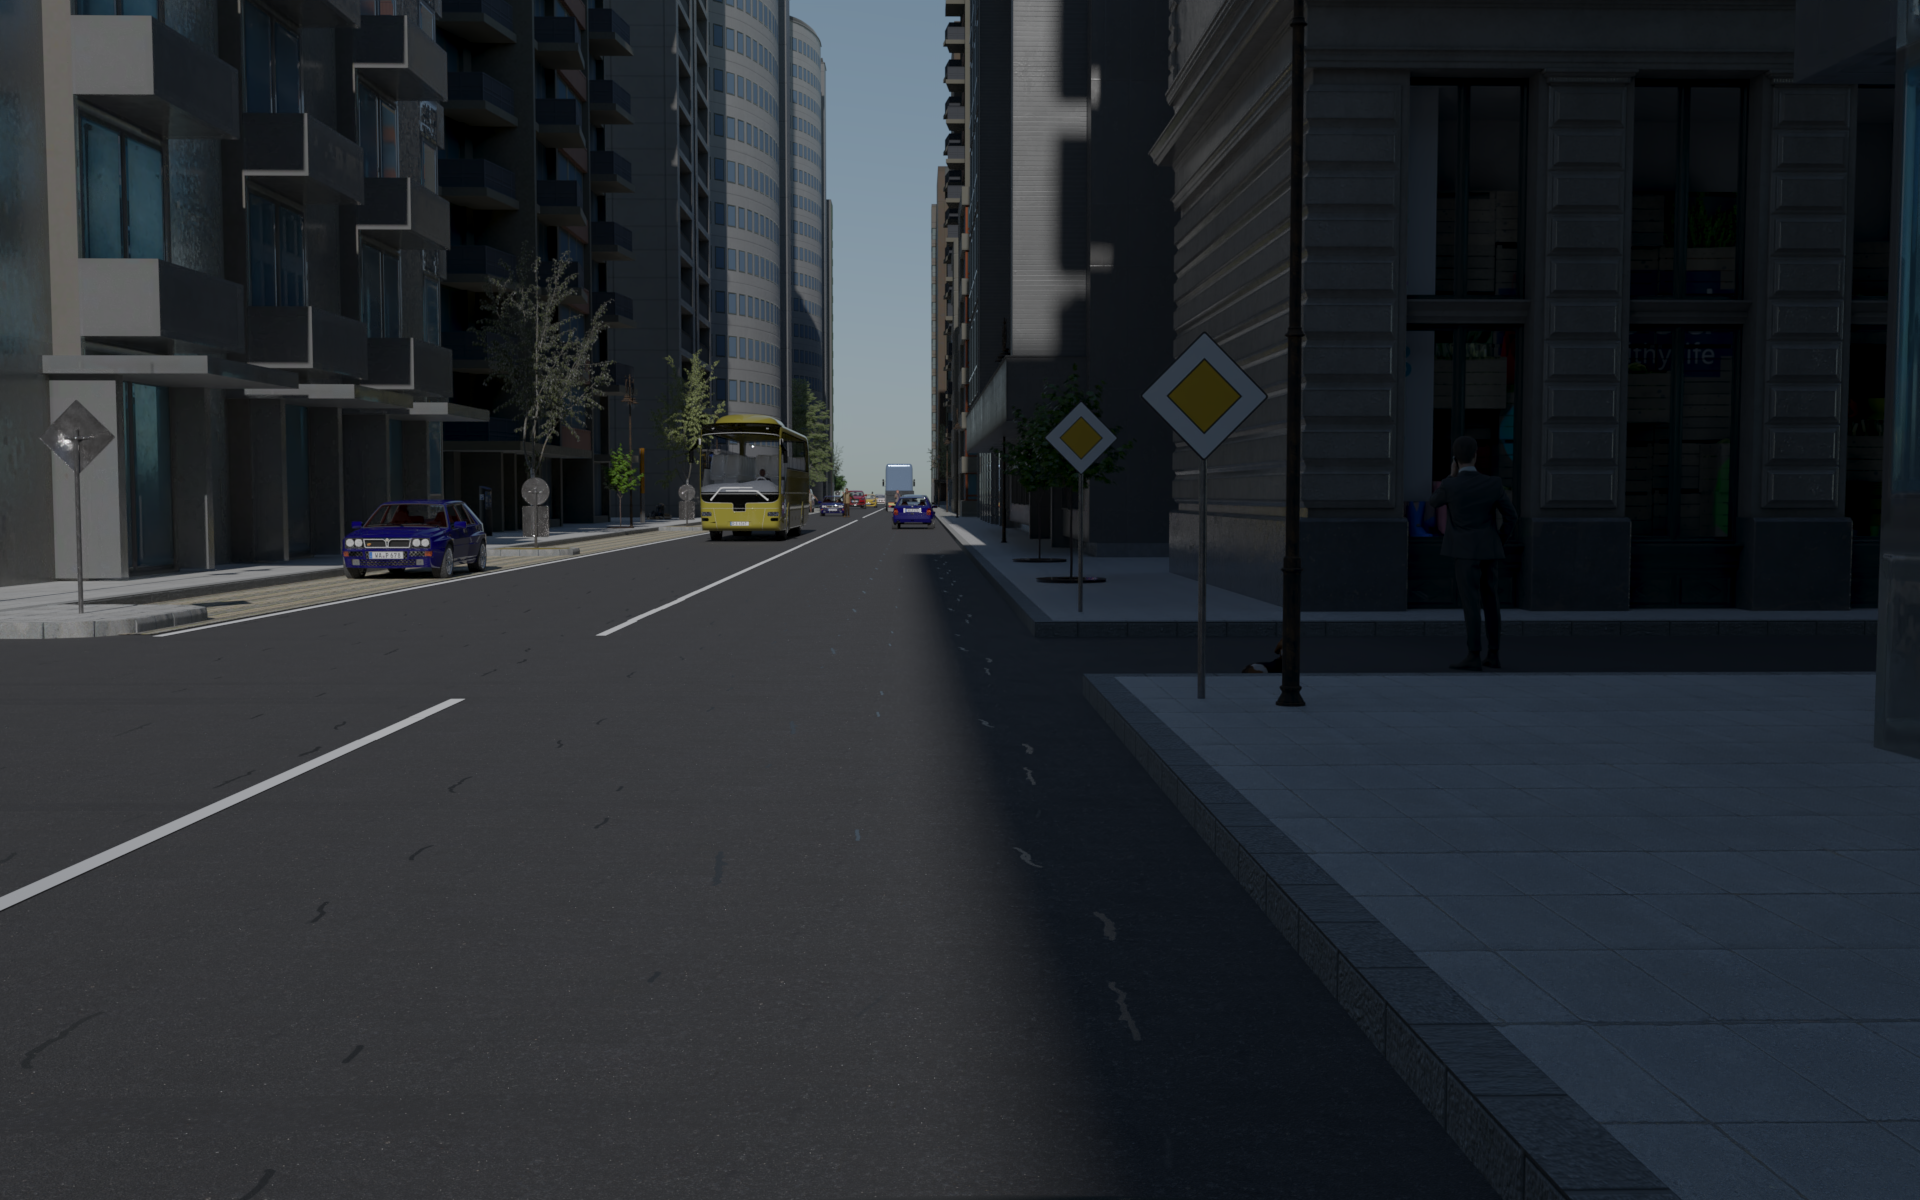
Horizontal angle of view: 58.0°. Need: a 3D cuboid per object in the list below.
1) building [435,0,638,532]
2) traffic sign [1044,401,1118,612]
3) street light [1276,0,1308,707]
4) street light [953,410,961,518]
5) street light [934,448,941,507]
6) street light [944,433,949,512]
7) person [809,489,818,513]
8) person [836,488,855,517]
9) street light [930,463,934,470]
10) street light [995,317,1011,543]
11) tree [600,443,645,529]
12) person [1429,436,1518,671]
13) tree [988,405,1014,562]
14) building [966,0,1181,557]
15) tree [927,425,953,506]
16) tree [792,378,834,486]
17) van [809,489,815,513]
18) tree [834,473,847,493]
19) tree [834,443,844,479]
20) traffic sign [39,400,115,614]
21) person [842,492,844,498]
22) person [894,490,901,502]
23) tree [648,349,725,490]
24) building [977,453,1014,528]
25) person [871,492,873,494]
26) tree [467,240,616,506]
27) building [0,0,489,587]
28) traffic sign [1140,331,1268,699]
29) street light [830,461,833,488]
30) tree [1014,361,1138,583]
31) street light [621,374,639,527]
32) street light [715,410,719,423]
[{"bbox_3d":[-25.378,-25.364,69.326,22.147,44.769,28.867,0,4,-1],"label":"building"},{"bbox_3d":[1.308,-0.926,18.788,0.795,2.450,0.064,0,4,-1],"label":"traffic sign"},{"bbox_3d":[2.010,-2.297,10.350,0.468,5.910,1.993,0,4,-1],"label":"street light"},{"bbox_3d":[-0.149,-7.385,93.534,0.468,5.910,1.993,0,4,-1],"label":"street light"},{"bbox_3d":[-2.080,-12.060,169.967,0.468,5.910,1.993,0,4,-1],"label":"street light"},{"bbox_3d":[-0.907,-9.095,121.487,0.468,5.910,1.993,0,4,-1],"label":"street light"},{"bbox_3d":[-11.327,-7.436,130.077,1.348,1.824,0.705,0,4,4],"label":"person"},{"bbox_3d":[-6.996,-6.007,106.810,1.348,1.812,0.705,2,4,27],"label":"person"},{"bbox_3d":[-2.990,-14.120,203.647,0.468,5.910,1.993,0,4,-1],"label":"street light"},{"bbox_3d":[1.160,-4.443,45.436,0.468,5.910,1.993,0,4,-1],"label":"street light"},{"bbox_3d":[-12.612,-4.302,64.939,1.663,3.219,1.824,0,3,0],"label":"tree"},{"bbox_3d":[4.176,-0.386,14.174,0.648,1.900,0.474,-1,4,-16],"label":"person"},{"bbox_3d":[1.567,-2.326,32.625,1.663,3.219,1.824,0,3,0],"label":"tree"},{"bbox_3d":[7.713,-14.086,49.379,14.314,24.678,30.058,0,4,-1],"label":"building"},{"bbox_3d":[-1.347,-14.085,180.655,4.360,8.622,3.978,0,3,0],"label":"tree"},{"bbox_3d":[-16.250,-15.399,169.904,7.486,12.596,7.792,0,3,0],"label":"tree"},{"bbox_3d":[-12.173,-7.761,133.898,2.013,2.044,4.112,0,4,-2],"label":"van"},{"bbox_3d":[-17.896,-16.347,250.985,4.285,4.588,4.351,0,3,0],"label":"tree"},{"bbox_3d":[-18.164,-18.018,244.962,4.360,8.622,3.978,0,3,0],"label":"tree"},{"bbox_3d":[-9.434,-0.911,18.534,0.795,2.450,0.064,0,4,-1],"label":"traffic sign"},{"bbox_3d":[-13.265,-11.488,197.253,0.530,1.710,0.541,2,4,31],"label":"person"},{"bbox_3d":[-4.750,-7.606,133.389,0.617,1.759,0.750,-1,4,-18],"label":"person"},{"bbox_3d":[-13.999,-8.450,88.527,4.737,8.622,4.395,0,3,0],"label":"tree"},{"bbox_3d":[6.680,-18.446,79.083,11.434,29.767,29.804,0,4,-1],"label":"building"},{"bbox_3d":[-10.792,-12.586,214.994,0.721,1.735,1.217,-3,4,-36],"label":"person"},{"bbox_3d":[-12.482,-6.177,51.356,4.360,8.622,3.978,0,3,0],"label":"tree"},{"bbox_3d":[-22.980,-25.201,31.653,23.786,49.044,30.456,0,4,-1],"label":"building"},{"bbox_3d":[1.512,-0.438,10.805,0.795,2.450,0.064,0,4,-1],"label":"traffic sign"},{"bbox_3d":[-16.834,-15.572,227.387,0.468,5.910,1.993,0,4,-1],"label":"street light"},{"bbox_3d":[1.763,-1.876,25.267,1.663,3.219,1.824,0,3,0],"label":"tree"},{"bbox_3d":[-12.746,-5.763,67.006,0.468,5.910,1.993,0,4,-1],"label":"street light"},{"bbox_3d":[-13.395,-7.507,95.529,0.468,5.910,1.993,0,4,-1],"label":"street light"}]
